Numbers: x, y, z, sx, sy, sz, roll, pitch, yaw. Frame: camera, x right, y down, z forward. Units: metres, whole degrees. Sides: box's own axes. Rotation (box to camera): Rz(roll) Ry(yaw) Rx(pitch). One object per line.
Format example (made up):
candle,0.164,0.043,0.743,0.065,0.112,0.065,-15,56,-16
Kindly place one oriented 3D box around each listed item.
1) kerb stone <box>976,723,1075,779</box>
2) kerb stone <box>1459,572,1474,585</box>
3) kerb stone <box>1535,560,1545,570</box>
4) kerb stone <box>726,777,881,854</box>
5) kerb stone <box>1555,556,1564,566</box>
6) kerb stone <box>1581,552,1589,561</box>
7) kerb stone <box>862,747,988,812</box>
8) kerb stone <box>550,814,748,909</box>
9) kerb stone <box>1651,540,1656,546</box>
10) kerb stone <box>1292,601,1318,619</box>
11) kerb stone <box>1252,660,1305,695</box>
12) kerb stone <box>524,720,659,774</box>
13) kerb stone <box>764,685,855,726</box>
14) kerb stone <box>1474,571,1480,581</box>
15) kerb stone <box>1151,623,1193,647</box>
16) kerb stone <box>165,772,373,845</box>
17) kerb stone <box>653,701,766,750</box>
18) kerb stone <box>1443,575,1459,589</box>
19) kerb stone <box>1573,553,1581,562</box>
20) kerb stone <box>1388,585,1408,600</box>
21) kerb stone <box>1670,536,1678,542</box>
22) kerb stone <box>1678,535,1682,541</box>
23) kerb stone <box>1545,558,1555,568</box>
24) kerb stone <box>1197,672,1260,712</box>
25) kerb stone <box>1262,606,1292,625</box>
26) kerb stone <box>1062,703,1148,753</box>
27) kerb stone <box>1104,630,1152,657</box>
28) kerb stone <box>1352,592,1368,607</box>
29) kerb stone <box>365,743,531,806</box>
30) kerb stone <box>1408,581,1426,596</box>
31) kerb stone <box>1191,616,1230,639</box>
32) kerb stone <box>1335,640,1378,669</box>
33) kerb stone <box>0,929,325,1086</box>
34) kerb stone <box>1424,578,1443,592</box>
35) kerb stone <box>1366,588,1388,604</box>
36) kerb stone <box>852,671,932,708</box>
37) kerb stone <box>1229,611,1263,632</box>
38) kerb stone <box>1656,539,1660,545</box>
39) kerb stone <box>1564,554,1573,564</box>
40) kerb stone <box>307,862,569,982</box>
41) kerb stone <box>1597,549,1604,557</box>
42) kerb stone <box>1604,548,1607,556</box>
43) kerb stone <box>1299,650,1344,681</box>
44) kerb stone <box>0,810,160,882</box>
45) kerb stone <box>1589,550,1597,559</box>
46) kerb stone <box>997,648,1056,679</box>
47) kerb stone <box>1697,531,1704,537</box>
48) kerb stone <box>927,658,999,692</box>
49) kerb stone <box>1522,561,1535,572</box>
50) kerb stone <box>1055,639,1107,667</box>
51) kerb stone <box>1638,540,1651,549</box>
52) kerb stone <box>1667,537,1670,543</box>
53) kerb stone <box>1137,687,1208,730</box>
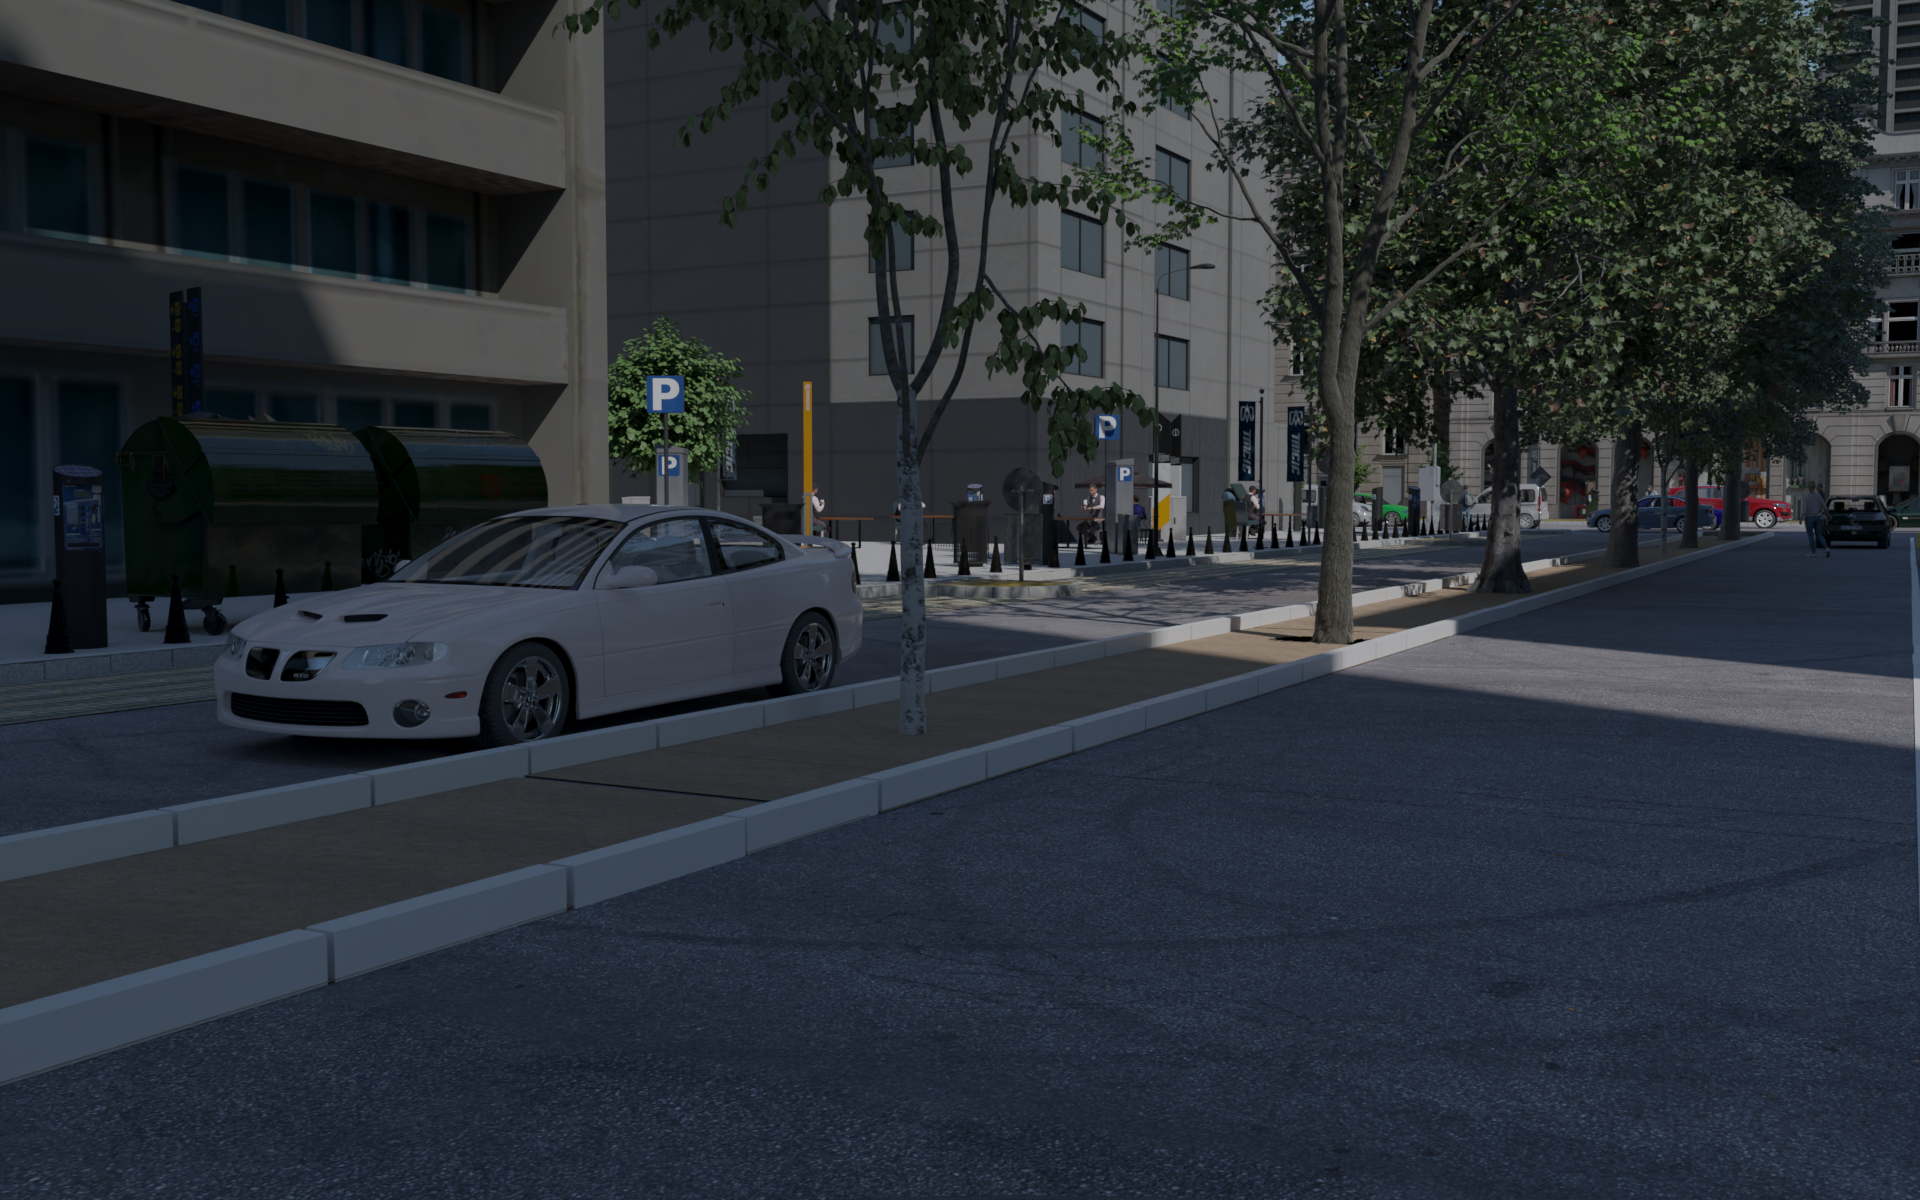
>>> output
kerb stone,0.326,0.802,9.154,0.120,0.150,1.000,2,4,29
kerb stone,7.883,-0.311,27.298,0.120,0.150,1.000,2,4,29
kerb stone,10.839,-0.642,32.691,0.120,0.150,1.000,2,4,29
kerb stone,-0.659,0.908,7.345,0.120,0.150,1.000,2,4,29
kerb stone,11.829,-0.742,34.487,0.120,0.150,1.000,2,4,29
kerb stone,13.312,-0.918,37.199,0.120,0.150,1.000,2,4,29
kerb stone,-0.164,0.853,8.254,0.120,0.150,1.000,2,4,29
kerb stone,-1.141,0.964,6.440,0.120,0.150,1.000,2,4,29
kerb stone,18.742,-1.524,47.110,0.120,0.150,1.000,2,4,29
kerb stone,3.938,0.135,20.098,0.120,0.150,1.000,2,4,29
kerb stone,2.307,0.578,12.750,0.120,0.150,1.000,2,4,29
kerb stone,-1.992,0.790,9.273,0.120,0.150,1.000,2,4,29
kerb stone,-1.006,0.685,11.075,0.120,0.150,1.000,2,4,29
kerb stone,8.368,-0.367,28.202,0.120,0.150,1.000,2,4,29
kerb stone,1.954,0.351,16.490,0.120,0.150,1.000,2,4,29
kerb stone,-2.975,0.900,7.475,0.120,0.150,1.000,2,4,29
kerb stone,-1.496,0.735,10.175,0.120,0.150,1.000,2,4,29
kerb stone,7.384,-0.257,26.394,0.120,0.150,1.000,2,4,29
kerb stone,12.810,-0.862,36.295,0.120,0.150,1.000,2,4,29
kerb stone,5.908,-0.092,23.693,0.120,0.150,1.000,2,4,29
kerb stone,21.214,-1.800,51.623,0.120,0.150,1.000,2,4,29
kerb stone,21.709,-1.855,52.522,0.120,0.150,1.000,2,4,29
kerb stone,11.331,-0.697,33.590,0.120,0.150,1.000,2,4,29
kerb stone,1.813,0.633,11.850,0.120,0.150,1.000,2,4,29
kerb stone,3.440,0.186,19.194,0.120,0.150,1.000,2,4,29
kerb stone,0.826,0.743,10.049,0.120,0.150,1.000,2,4,29
kerb stone,1.461,0.404,15.589,0.120,0.150,1.000,2,4,29
kerb stone,4.928,0.019,21.892,0.120,0.150,1.000,2,4,29
kerb stone,-2.483,0.845,8.373,0.120,0.150,1.000,2,4,29
kerb stone,6.397,-0.137,24.594,0.120,0.150,1.000,2,4,29
kerb stone,2.459,0.294,17.389,0.120,0.150,1.000,2,4,29
kerb stone,3.297,0.469,14.557,0.120,0.150,1.000,2,4,29
kerb stone,-2.139,1.073,4.644,0.120,0.150,1.000,2,4,29
kerb stone,6.896,-0.202,25.493,0.120,0.150,1.000,2,4,29
kerb stone,5.413,-0.037,22.795,0.120,0.150,1.000,2,4,29
kerb stone,-0.513,0.629,11.977,0.120,0.150,1.000,2,4,29
kerb stone,2.948,0.239,18.290,0.120,0.150,1.000,2,4,29
kerb stone,19.234,-1.579,48.011,0.120,0.150,1.000,2,4,29
kerb stone,12.315,-0.805,35.389,0.120,0.150,1.000,2,4,29
kerb stone,-1.645,1.019,5.542,0.120,0.150,1.000,2,4,29
kerb stone,14.302,-1.028,39.003,0.120,0.150,1.000,2,4,29
kerb stone,14.794,-1.083,39.902,0.120,0.150,1.000,2,4,29
kerb stone,2.800,0.528,13.649,0.120,0.150,1.000,2,4,29
kerb stone,-3.467,0.955,6.573,0.120,0.150,1.000,2,4,29
kerb stone,13.806,-0.973,38.106,0.120,0.150,1.000,2,4,29
kerb stone,0.474,0.516,13.783,0.120,0.150,1.000,2,4,29
kerb stone,25.160,-2.239,58.816,0.120,0.150,1.000,2,4,29
kerb stone,-0.016,0.570,12.873,0.120,0.150,1.000,2,4,29
kerb stone,10.347,-0.587,31.792,0.120,0.150,1.000,2,4,29
kerb stone,0.966,0.462,14.682,0.120,0.150,1.000,2,4,29
kerb stone,18.243,-1.469,46.210,0.120,0.150,1.000,2,4,29
kerb stone,20.225,-1.688,49.820,0.120,0.150,1.000,2,4,29
kerb stone,1.316,0.688,10.951,0.120,0.150,1.000,2,4,29
